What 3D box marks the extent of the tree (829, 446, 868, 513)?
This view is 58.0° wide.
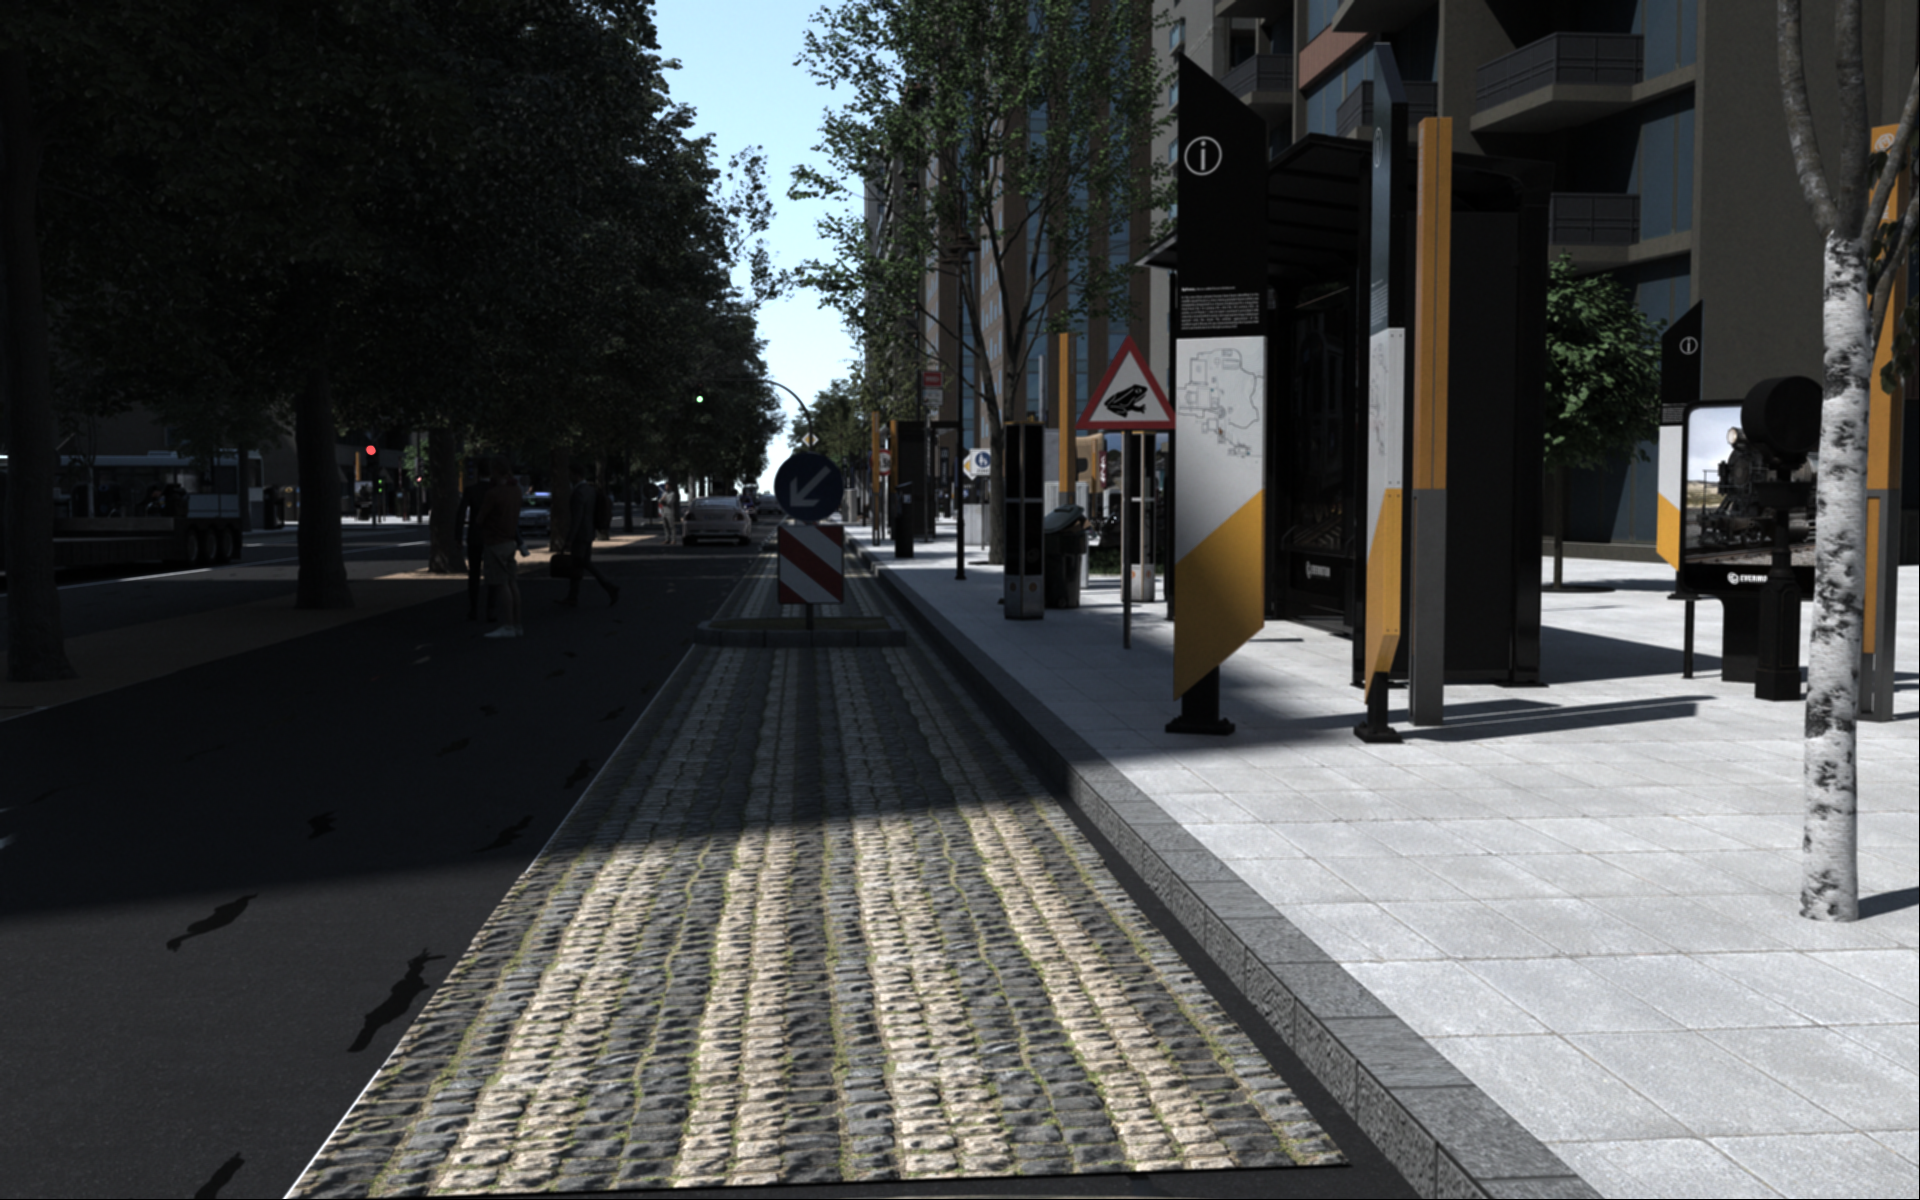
[{"bbox_3d":[-7.612,-8.322,119.777,4.285,4.588,4.351,0,3,0],"label":"tree"}]

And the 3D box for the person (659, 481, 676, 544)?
[{"bbox_3d":[-8.379,-2.496,49.489,0.511,1.800,0.466,2,4,27],"label":"person"}]

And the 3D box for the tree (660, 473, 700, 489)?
[{"bbox_3d":[-43.710,-21.126,263.542,7.486,12.596,7.792,0,3,0],"label":"tree"}]

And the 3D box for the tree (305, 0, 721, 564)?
[{"bbox_3d":[-9.753,-8.136,42.135,9.857,13.997,8.962,0,3,0],"label":"tree"}]

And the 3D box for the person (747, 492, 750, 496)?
[{"bbox_3d":[-31.393,-15.105,256.168,1.217,1.736,0.721,-3,5,-44],"label":"person"}]

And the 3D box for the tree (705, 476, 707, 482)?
[{"bbox_3d":[-45.667,-22.995,294.090,7.486,12.596,7.792,0,3,0],"label":"tree"}]

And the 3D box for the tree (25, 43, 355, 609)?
[{"bbox_3d":[-7.939,-6.854,21.179,9.857,13.997,8.962,0,3,0],"label":"tree"}]

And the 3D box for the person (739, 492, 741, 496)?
[{"bbox_3d":[-38.807,-18.084,304.892,1.217,1.735,0.721,-3,5,-39],"label":"person"}]

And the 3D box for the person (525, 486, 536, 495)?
[{"bbox_3d":[-19.419,-4.277,78.673,0.600,1.795,0.529,3,4,38],"label":"person"}]

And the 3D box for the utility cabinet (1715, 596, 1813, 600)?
[{"bbox_3d":[9.773,-0.745,20.860,1.173,1.500,0.318,1,4,14],"label":"utility cabinet"}]

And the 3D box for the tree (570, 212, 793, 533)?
[{"bbox_3d":[-12.217,-9.202,63.277,12.009,13.543,11.850,0,3,0],"label":"tree"}]

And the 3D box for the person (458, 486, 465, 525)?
[{"bbox_3d":[-22.962,-4.314,79.137,0.767,1.812,0.694,3,5,42],"label":"person"}]

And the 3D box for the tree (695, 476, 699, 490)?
[{"bbox_3d":[-46.266,-21.578,303.162,4.737,8.622,4.395,0,3,0],"label":"tree"}]

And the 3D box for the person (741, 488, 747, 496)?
[{"bbox_3d":[-14.537,-6.599,116.408,0.388,1.821,0.555,2,4,24],"label":"person"}]

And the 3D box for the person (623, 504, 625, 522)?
[{"bbox_3d":[-17.283,-4.708,89.748,0.394,1.301,0.425,-2,4,-32],"label":"person"}]

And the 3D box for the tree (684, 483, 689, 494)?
[{"bbox_3d":[-44.569,-17.623,282.730,1.663,3.219,1.824,0,3,0],"label":"tree"}]

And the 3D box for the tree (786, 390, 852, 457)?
[{"bbox_3d":[-16.826,-18.797,213.992,9.857,13.997,8.962,0,3,0],"label":"tree"}]

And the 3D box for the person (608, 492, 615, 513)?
[{"bbox_3d":[-27.046,-7.580,134.240,0.589,1.601,0.330,0,4,-5],"label":"person"}]

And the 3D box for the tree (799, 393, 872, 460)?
[{"bbox_3d":[-11.361,-13.705,158.487,7.601,10.594,8.767,0,4,6],"label":"tree"}]

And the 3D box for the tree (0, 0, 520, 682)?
[{"bbox_3d":[-6.945,-5.623,12.521,7.486,12.596,7.792,0,3,0],"label":"tree"}]

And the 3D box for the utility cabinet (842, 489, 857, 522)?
[{"bbox_3d":[-4.978,-4.225,77.757,0.318,1.500,1.173,-2,4,-25],"label":"utility cabinet"}]

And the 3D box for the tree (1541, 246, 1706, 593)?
[{"bbox_3d":[7.963,-2.410,23.120,4.285,4.588,4.351,0,3,0],"label":"tree"}]

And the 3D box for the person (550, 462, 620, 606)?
[{"bbox_3d":[-4.779,-0.832,22.066,0.822,1.834,0.622,0,4,-3],"label":"person"}]

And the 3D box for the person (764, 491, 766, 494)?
[{"bbox_3d":[-22.687,-11.848,202.227,1.348,1.822,0.705,3,4,38],"label":"person"}]

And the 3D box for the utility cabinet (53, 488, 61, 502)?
[{"bbox_3d":[-34.816,-3.492,65.778,1.173,1.500,0.318,-1,4,-20],"label":"utility cabinet"}]

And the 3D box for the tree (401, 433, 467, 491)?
[{"bbox_3d":[-26.839,-6.382,88.059,4.285,4.588,4.351,0,3,0],"label":"tree"}]

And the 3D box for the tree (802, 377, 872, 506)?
[{"bbox_3d":[-11.437,-15.317,168.566,7.486,12.596,7.792,0,3,0],"label":"tree"}]

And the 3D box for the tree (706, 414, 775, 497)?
[{"bbox_3d":[-18.688,-12.308,138.099,8.767,10.594,7.601,0,4,-5],"label":"tree"}]

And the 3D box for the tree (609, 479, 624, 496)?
[{"bbox_3d":[-35.926,-11.476,182.230,1.663,3.219,1.824,0,3,0],"label":"tree"}]

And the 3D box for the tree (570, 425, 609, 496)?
[{"bbox_3d":[-33.670,-15.188,165.338,9.611,12.733,9.660,0,3,0],"label":"tree"}]

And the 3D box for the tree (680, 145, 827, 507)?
[{"bbox_3d":[-13.228,-14.330,92.647,12.611,20.169,13.585,0,3,0],"label":"tree"}]

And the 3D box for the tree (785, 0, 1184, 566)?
[{"bbox_3d":[0.733,-6.453,31.260,9.928,11.665,9.643,0,3,0],"label":"tree"}]

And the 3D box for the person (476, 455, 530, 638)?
[{"bbox_3d":[-4.602,-0.547,17.425,0.573,1.828,0.580,-2,4,-33],"label":"person"}]

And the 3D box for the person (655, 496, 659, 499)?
[{"bbox_3d":[-31.521,-10.513,181.093,0.721,1.736,1.217,-3,5,-41],"label":"person"}]

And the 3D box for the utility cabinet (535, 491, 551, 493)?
[{"bbox_3d":[-31.331,-7.431,130.169,1.173,1.500,0.318,-3,5,-39],"label":"utility cabinet"}]

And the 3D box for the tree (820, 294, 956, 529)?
[{"bbox_3d":[-2.593,-6.936,63.758,4.737,8.622,4.395,0,3,0],"label":"tree"}]

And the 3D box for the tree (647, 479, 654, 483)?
[{"bbox_3d":[-38.164,-13.329,212.522,1.663,3.219,1.824,0,3,0],"label":"tree"}]

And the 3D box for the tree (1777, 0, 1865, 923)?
[{"bbox_3d":[2.857,-3.336,4.907,4.360,8.622,3.978,0,3,0],"label":"tree"}]

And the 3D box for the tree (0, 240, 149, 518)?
[{"bbox_3d":[-24.646,-5.995,48.377,4.360,8.622,3.978,0,3,0],"label":"tree"}]

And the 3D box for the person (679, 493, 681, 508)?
[{"bbox_3d":[-29.386,-10.446,180.768,0.415,1.643,0.593,-3,4,-37],"label":"person"}]

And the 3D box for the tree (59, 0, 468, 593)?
[{"bbox_3d":[-9.318,-7.457,31.033,9.857,13.997,8.962,0,3,0],"label":"tree"}]

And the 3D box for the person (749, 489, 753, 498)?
[{"bbox_3d":[-15.228,-7.174,125.801,0.388,1.821,0.555,-1,4,-20],"label":"person"}]

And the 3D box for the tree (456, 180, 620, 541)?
[{"bbox_3d":[-10.967,-7.593,52.354,9.928,11.665,9.643,0,3,0],"label":"tree"}]

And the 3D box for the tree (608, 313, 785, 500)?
[{"bbox_3d":[-15.510,-11.281,103.906,9.611,12.733,9.660,0,3,0],"label":"tree"}]

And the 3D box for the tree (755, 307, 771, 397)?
[{"bbox_3d":[-13.240,-10.452,79.998,9.857,13.997,8.962,0,3,0],"label":"tree"}]

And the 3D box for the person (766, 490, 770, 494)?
[{"bbox_3d":[-19.388,-10.189,175.181,1.348,1.812,0.705,0,4,4],"label":"person"}]
